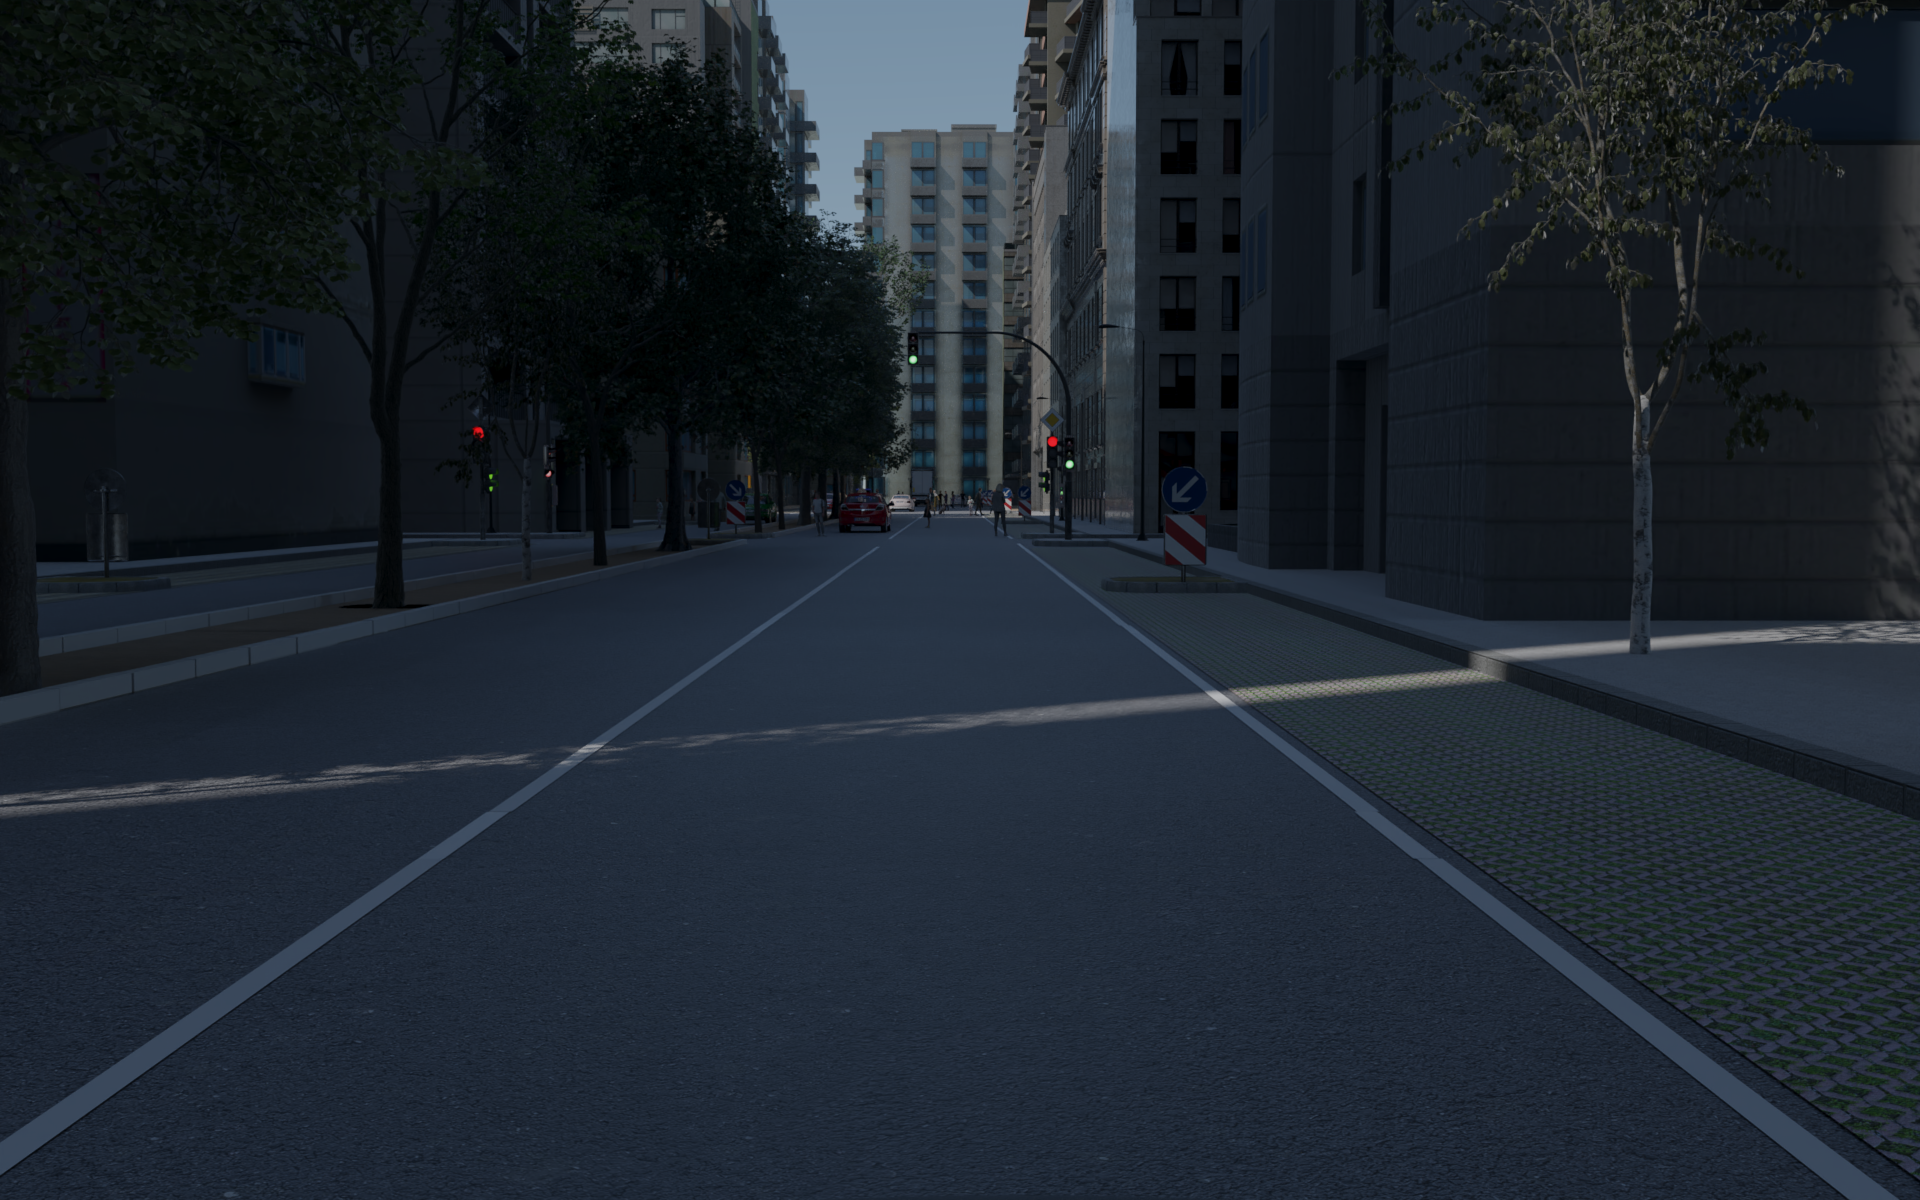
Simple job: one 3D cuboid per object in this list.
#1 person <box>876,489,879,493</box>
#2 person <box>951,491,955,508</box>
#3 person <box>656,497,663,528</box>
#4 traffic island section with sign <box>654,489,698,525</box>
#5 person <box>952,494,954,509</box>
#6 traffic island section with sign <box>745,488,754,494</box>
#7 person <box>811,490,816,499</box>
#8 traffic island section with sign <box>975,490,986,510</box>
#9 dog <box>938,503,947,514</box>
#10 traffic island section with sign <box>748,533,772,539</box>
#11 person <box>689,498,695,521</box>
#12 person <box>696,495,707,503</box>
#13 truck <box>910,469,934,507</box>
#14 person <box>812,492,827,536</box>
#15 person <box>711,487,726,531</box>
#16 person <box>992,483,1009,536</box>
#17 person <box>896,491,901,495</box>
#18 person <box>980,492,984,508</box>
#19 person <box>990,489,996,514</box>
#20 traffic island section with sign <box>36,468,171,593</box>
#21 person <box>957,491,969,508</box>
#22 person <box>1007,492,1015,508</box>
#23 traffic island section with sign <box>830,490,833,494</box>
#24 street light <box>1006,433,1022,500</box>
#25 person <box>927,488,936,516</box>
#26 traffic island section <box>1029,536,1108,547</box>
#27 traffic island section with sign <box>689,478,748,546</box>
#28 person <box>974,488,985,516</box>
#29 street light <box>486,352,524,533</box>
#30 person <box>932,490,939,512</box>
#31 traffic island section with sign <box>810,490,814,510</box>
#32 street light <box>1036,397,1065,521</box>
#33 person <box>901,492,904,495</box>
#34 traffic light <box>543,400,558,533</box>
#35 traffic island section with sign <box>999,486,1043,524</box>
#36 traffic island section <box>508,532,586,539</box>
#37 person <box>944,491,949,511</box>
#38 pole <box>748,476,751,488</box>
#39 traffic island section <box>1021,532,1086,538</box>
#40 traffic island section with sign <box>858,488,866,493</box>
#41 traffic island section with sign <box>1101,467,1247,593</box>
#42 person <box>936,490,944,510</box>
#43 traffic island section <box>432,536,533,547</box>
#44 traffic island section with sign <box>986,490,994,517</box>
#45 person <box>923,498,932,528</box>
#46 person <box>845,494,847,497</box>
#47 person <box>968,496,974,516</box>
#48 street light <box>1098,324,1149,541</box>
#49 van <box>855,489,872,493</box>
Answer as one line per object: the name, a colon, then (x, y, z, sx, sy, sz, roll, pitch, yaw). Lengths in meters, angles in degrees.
person: (-5.375, -6.279, 111.552, 0.834, 1.777, 0.661, 0, 4, -7)
person: (-0.625, -10.006, 172.810, 0.721, 1.735, 1.217, 1, 4, 11)
person: (-12.475, -3.607, 71.753, 0.425, 1.301, 0.394, 2, 4, 34)
traffic island section with sign: (-13.190, -4.435, 81.134, 1.989, 1.847, 2.006, 0, 4, 0)
person: (-0.717, -9.753, 171.179, 0.599, 1.433, 0.991, 0, 4, 4)
traffic island section with sign: (-13.291, -6.159, 109.321, 1.989, 1.847, 2.006, 0, 4, 0)
person: (-13.098, -9.047, 156.561, 0.705, 1.807, 1.348, -2, 4, -33)
traffic island section with sign: (2.571, -10.868, 186.317, 1.989, 1.847, 2.006, 0, 4, 0)
dog: (-1.298, -6.445, 122.209, 0.513, 0.831, 0.800, -2, 4, -28)
traffic island section with sign: (-7.191, -2.940, 56.207, 2.006, 1.907, 1.989, 0, 4, 0)
person: (-13.351, -4.471, 86.277, 0.362, 1.253, 0.373, 3, 4, 36)
person: (-11.339, -4.104, 75.805, 0.606, 1.804, 0.583, 2, 4, 29)
truck: (-4.370, -12.842, 198.874, 2.839, 4.237, 11.283, 0, 4, -2)
person: (-4.756, -2.916, 58.777, 0.503, 1.515, 0.523, -1, 4, -15)
person: (-9.285, -3.548, 66.998, 0.782, 1.767, 0.515, -3, 5, -42)
person: (1.347, -3.086, 59.138, 0.537, 1.800, 0.526, 3, 4, 37)
person: (-7.280, -12.094, 206.224, 1.348, 1.826, 0.705, -2, 4, -32)
person: (1.985, -9.663, 167.431, 0.756, 1.711, 0.436, -1, 4, -23)
person: (2.233, -6.433, 114.262, 0.593, 1.750, 0.643, -2, 4, -29)
traffic island section with sign: (-12.982, -1.051, 25.811, 1.989, 1.847, 2.006, 0, 4, 0)
person: (0.303, -10.756, 184.365, 1.348, 1.822, 0.705, -1, 4, -11)
person: (4.785, -9.289, 161.111, 0.799, 1.438, 0.628, -2, 4, -29)
traffic island section with sign: (-13.558, -10.815, 185.456, 1.989, 1.847, 2.006, 0, 4, 0)
street light: (4.135, -9.730, 131.620, 1.470, 5.913, 1.316, 0, 4, 0)
person: (-1.858, -6.349, 112.290, 0.713, 1.824, 0.794, -2, 4, -27)
traffic island section: (3.053, -1.610, 48.598, 2.009, 0.180, 2.903, 0, 4, 0)
traffic island section with sign: (-7.174, -2.487, 48.800, 2.006, 1.907, 1.989, 0, 4, 0)
person: (1.302, -6.478, 114.198, 0.755, 1.850, 0.659, 0, 4, -8)
street light: (-14.805, -5.134, 56.481, 1.470, 5.913, 1.316, 0, 4, 0)
person: (-2.123, -8.059, 140.998, 1.217, 1.736, 0.721, 3, 5, 40)
traffic island section with sign: (-13.462, -9.167, 158.501, 1.989, 1.847, 2.006, 0, 4, 0)
street light: (4.347, -6.750, 82.895, 1.470, 5.913, 1.316, 0, 4, 0)
person: (-6.677, -11.718, 201.008, 0.541, 1.710, 0.530, -1, 4, -16)
traffic light: (-11.286, -5.001, 56.437, 4.771, 5.953, 1.251, 0, 4, 0)
traffic island section with sign: (2.946, -4.524, 82.589, 1.989, 1.847, 2.006, 0, 4, 0)
traffic island section: (-13.417, -2.095, 56.529, 2.009, 0.180, 2.903, 0, 4, 0)
person: (-1.196, -8.485, 148.153, 0.530, 1.710, 0.541, 0, 3, 0)
pole: (-15.201, -8.030, 125.140, 0.158, 3.312, 0.155, 0, 3, 0)
traffic island section: (3.024, -2.098, 56.583, 2.009, 0.180, 2.903, 0, 4, 0)
traffic island section with sign: (-7.472, -7.536, 131.346, 2.006, 1.907, 1.989, 0, 4, 0)
traffic island section with sign: (3.139, -1.051, 25.815, 1.989, 1.847, 2.006, 0, 4, 0)
person: (-1.779, -8.774, 152.475, 1.217, 1.766, 0.721, -2, 4, -34)
traffic island section: (-13.389, -1.606, 48.544, 2.009, 0.180, 2.903, 0, 4, 0)
traffic island section with sign: (2.826, -6.215, 110.239, 1.989, 1.847, 2.006, 0, 4, 0)
person: (-1.396, -3.703, 73.711, 0.373, 1.253, 0.362, 0, 4, -1)
person: (-9.104, -7.645, 133.499, 1.348, 1.823, 0.705, 1, 4, 17)
person: (0.724, -6.256, 115.061, 0.425, 1.301, 0.394, 0, 4, 2)
street light: (4.473, -4.580, 47.432, 1.470, 5.913, 1.316, 0, 4, 0)
van: (-10.648, -11.427, 191.209, 2.240, 2.365, 5.245, 0, 4, -2)
